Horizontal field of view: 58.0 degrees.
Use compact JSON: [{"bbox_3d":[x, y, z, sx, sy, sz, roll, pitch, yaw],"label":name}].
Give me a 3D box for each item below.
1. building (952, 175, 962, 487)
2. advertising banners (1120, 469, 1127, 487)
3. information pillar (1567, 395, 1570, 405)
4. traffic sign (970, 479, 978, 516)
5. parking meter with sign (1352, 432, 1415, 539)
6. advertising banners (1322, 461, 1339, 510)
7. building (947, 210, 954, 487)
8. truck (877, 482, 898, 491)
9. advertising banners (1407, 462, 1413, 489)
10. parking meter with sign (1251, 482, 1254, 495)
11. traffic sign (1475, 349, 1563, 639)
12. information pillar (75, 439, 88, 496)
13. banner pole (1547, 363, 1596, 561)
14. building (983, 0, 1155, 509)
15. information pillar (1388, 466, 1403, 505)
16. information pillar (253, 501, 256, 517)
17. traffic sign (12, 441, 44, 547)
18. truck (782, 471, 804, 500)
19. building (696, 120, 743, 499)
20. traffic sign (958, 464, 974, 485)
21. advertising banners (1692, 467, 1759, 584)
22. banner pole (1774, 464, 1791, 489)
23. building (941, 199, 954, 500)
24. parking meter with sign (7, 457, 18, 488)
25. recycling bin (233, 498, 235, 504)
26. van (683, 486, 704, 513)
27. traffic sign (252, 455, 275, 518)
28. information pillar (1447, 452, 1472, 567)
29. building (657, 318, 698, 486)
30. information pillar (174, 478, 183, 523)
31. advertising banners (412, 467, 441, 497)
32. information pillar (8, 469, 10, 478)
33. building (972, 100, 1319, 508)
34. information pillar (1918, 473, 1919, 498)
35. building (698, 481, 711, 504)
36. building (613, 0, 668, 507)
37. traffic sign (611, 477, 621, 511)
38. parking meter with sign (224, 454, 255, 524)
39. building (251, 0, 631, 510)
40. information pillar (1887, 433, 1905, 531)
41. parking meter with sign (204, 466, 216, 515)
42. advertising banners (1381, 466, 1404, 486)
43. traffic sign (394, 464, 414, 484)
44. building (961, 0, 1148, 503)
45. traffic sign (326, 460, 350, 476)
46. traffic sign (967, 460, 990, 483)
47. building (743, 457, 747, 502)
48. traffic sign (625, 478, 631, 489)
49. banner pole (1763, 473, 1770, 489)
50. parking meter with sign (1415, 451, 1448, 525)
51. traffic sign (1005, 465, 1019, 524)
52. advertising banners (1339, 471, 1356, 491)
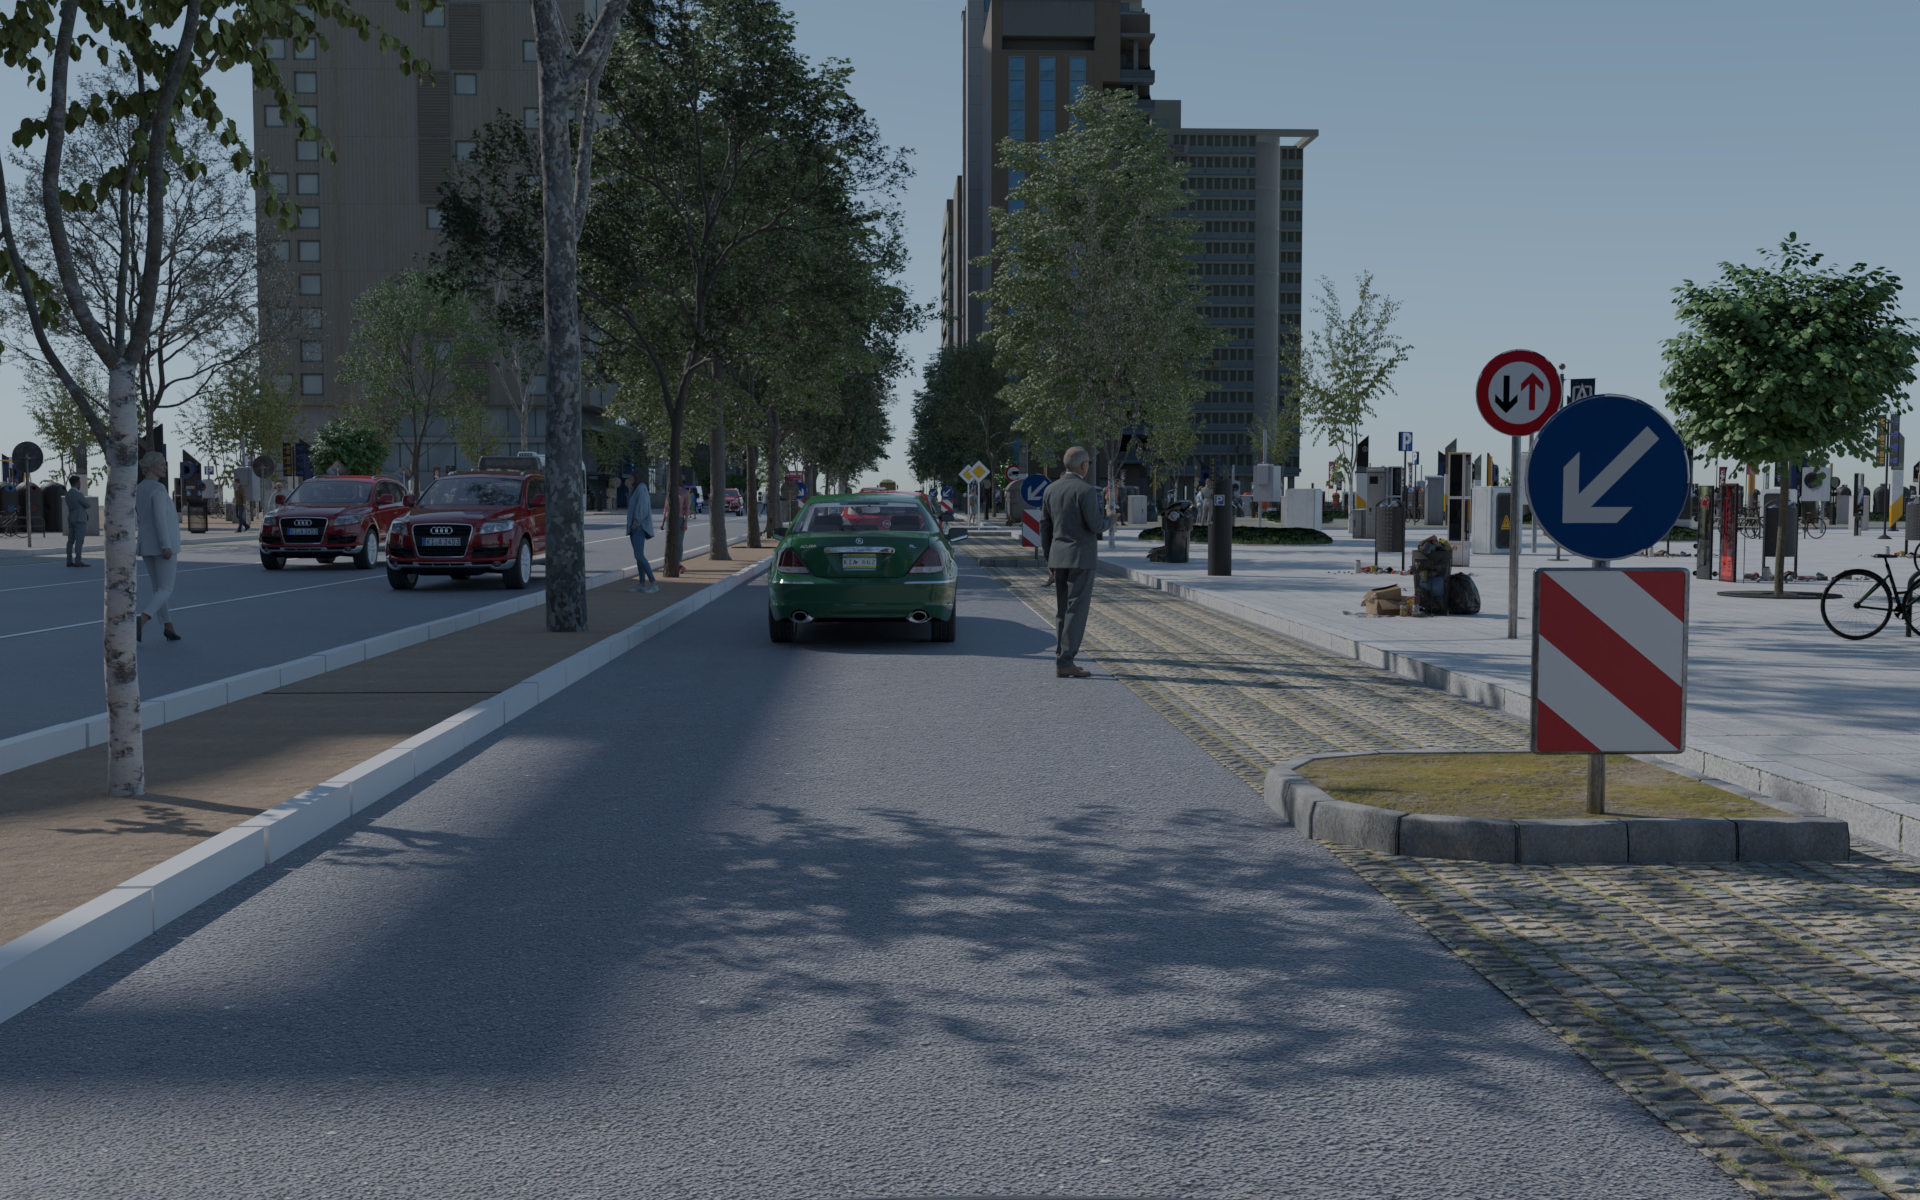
[{"bbox_3d":[6.265,-35.912,237.263,14.600,45.320,14.200,0,4,-2],"label":"building"},{"bbox_3d":[10.816,-7.706,122.177,2.074,3.025,0.090,2,4,32],"label":"advertising banners"},{"bbox_3d":[14.544,-3.034,40.954,0.504,3.616,0.183,3,5,42],"label":"information pillar"},{"bbox_3d":[0.893,-6.303,103.151,0.768,2.556,0.104,0,4,2],"label":"traffic sign"},{"bbox_3d":[11.920,-3.231,49.084,0.543,3.016,1.738,-3,5,-39],"label":"parking meter with sign"},{"bbox_3d":[19.429,-5.924,93.044,0.090,3.025,2.074,-2,4,-32],"label":"advertising banners"},{"bbox_3d":[5.074,-34.732,251.468,14.154,41.232,14.086,0,4,-2],"label":"building"},{"bbox_3d":[-11.474,-17.049,274.671,3.469,3.379,9.791,0,4,-3],"label":"truck"},{"bbox_3d":[25.224,-6.079,95.573,2.074,3.025,0.090,-3,5,-44],"label":"advertising banners"},{"bbox_3d":[18.298,-6.756,106.723,1.738,3.016,0.543,-2,4,-28],"label":"parking meter with sign"},{"bbox_3d":[4.909,-0.930,15.309,0.768,2.556,0.104,0,4,-1],"label":"traffic sign"},{"bbox_3d":[-37.238,-5.023,73.480,0.504,3.616,0.183,0,4,7],"label":"information pillar"},{"bbox_3d":[11.708,-2.636,33.110,0.863,3.779,0.401,2,4,35],"label":"banner pole"},{"bbox_3d":[9.289,-30.913,155.546,14.600,45.320,14.200,0,4,-2],"label":"building"},{"bbox_3d":[11.526,-2.534,45.918,0.304,2.012,0.304,0,4,-3],"label":"information pillar"},{"bbox_3d":[-40.247,-5.769,98.821,0.304,2.012,0.304,-2,4,-27],"label":"information pillar"},{"bbox_3d":[-22.466,-2.547,41.744,0.768,2.556,0.104,0,4,0],"label":"traffic sign"},{"bbox_3d":[-19.972,-13.568,210.747,2.839,4.237,11.283,0,4,-3],"label":"truck"},{"bbox_3d":[-45.152,-44.209,264.823,21.231,58.520,28.212,0,4,-2],"label":"building"},{"bbox_3d":[0.353,-4.000,67.596,0.795,2.593,0.064,0,4,-2],"label":"traffic sign"},{"bbox_3d":[11.201,-1.775,25.217,0.090,3.025,2.074,0,4,-1],"label":"advertising banners"},{"bbox_3d":[35.495,-5.172,74.585,0.863,3.779,0.401,1,4,16],"label":"banner pole"},{"bbox_3d":[7.790,-40.803,290.823,21.300,48.544,21.600,0,4,-2],"label":"building"},{"bbox_3d":[-45.088,-5.276,82.525,0.543,3.016,1.738,-2,4,-30],"label":"parking meter with sign"},{"bbox_3d":[-47.539,-6.228,114.381,0.722,1.027,0.722,0,4,1],"label":"recycling bin"},{"bbox_3d":[-20.438,-7.664,129.688,2.240,2.365,5.245,0,4,-2],"label":"van"},{"bbox_3d":[-22.774,-3.458,56.644,0.768,2.556,0.104,0,4,5],"label":"traffic sign"},{"bbox_3d":[8.789,-1.590,30.490,0.304,2.012,0.304,3,5,40],"label":"information pillar"},{"bbox_3d":[-39.319,-32.001,206.803,14.154,41.232,14.086,0,4,-2],"label":"building"},{"bbox_3d":[-34.956,-4.462,77.444,0.304,2.012,0.304,-2,4,-27],"label":"information pillar"},{"bbox_3d":[-34.901,-7.164,113.324,2.074,3.025,0.090,1,4,12],"label":"advertising banners"},{"bbox_3d":[-59.934,-7.206,109.165,0.183,3.616,0.504,-2,4,-25],"label":"information pillar"},{"bbox_3d":[17.479,-29.555,175.102,32.217,40.220,23.993,0,4,-2],"label":"building"},{"bbox_3d":[33.342,-3.387,59.877,0.304,2.012,0.304,-1,4,-23],"label":"information pillar"},{"bbox_3d":[-49.682,-33.471,239.127,32.217,40.220,23.993,0,4,-2],"label":"building"},{"bbox_3d":[-42.403,-53.205,182.577,22.319,86.520,31.000,0,4,-2],"label":"building"},{"bbox_3d":[-26.182,-8.060,131.885,0.768,2.556,0.104,0,4,2],"label":"traffic sign"},{"bbox_3d":[-33.844,-5.239,81.922,1.738,3.016,0.543,-2,4,-31],"label":"parking meter with sign"},{"bbox_3d":[-44.390,-34.541,153.991,28.713,52.752,27.495,0,4,-2],"label":"building"},{"bbox_3d":[32.182,-4.168,59.499,0.504,3.616,0.183,-1,4,-16],"label":"information pillar"},{"bbox_3d":[-46.916,-6.864,108.493,0.543,3.016,1.738,-1,4,-18],"label":"parking meter with sign"},{"bbox_3d":[28.720,-7.270,115.053,0.090,3.025,2.074,-3,5,-44],"label":"advertising banners"},{"bbox_3d":[-21.424,-3.949,66.752,0.795,2.593,0.064,0,4,-2],"label":"traffic sign"},{"bbox_3d":[10.743,-40.299,200.887,21.231,58.520,28.212,0,4,-2],"label":"building"},{"bbox_3d":[-21.107,-3.461,58.773,0.795,2.593,0.064,0,4,-2],"label":"traffic sign"},{"bbox_3d":[0.671,-3.512,59.617,0.795,2.593,0.064,0,4,-2],"label":"traffic sign"},{"bbox_3d":[-41.736,-38.926,286.544,14.600,45.320,14.200,0,4,-2],"label":"building"},{"bbox_3d":[-26.713,-8.555,139.982,0.768,2.556,0.104,0,4,4],"label":"traffic sign"},{"bbox_3d":[65.988,-9.285,141.832,0.863,3.779,0.401,-2,4,-24],"label":"banner pole"},{"bbox_3d":[19.461,-4.570,70.982,1.738,3.016,0.543,0,4,-6],"label":"parking meter with sign"},{"bbox_3d":[2.327,-4.569,74.815,0.768,2.556,0.104,0,4,6],"label":"traffic sign"},{"bbox_3d":[30.315,-8.498,135.128,2.074,3.025,0.090,0,4,3],"label":"advertising banners"}]
